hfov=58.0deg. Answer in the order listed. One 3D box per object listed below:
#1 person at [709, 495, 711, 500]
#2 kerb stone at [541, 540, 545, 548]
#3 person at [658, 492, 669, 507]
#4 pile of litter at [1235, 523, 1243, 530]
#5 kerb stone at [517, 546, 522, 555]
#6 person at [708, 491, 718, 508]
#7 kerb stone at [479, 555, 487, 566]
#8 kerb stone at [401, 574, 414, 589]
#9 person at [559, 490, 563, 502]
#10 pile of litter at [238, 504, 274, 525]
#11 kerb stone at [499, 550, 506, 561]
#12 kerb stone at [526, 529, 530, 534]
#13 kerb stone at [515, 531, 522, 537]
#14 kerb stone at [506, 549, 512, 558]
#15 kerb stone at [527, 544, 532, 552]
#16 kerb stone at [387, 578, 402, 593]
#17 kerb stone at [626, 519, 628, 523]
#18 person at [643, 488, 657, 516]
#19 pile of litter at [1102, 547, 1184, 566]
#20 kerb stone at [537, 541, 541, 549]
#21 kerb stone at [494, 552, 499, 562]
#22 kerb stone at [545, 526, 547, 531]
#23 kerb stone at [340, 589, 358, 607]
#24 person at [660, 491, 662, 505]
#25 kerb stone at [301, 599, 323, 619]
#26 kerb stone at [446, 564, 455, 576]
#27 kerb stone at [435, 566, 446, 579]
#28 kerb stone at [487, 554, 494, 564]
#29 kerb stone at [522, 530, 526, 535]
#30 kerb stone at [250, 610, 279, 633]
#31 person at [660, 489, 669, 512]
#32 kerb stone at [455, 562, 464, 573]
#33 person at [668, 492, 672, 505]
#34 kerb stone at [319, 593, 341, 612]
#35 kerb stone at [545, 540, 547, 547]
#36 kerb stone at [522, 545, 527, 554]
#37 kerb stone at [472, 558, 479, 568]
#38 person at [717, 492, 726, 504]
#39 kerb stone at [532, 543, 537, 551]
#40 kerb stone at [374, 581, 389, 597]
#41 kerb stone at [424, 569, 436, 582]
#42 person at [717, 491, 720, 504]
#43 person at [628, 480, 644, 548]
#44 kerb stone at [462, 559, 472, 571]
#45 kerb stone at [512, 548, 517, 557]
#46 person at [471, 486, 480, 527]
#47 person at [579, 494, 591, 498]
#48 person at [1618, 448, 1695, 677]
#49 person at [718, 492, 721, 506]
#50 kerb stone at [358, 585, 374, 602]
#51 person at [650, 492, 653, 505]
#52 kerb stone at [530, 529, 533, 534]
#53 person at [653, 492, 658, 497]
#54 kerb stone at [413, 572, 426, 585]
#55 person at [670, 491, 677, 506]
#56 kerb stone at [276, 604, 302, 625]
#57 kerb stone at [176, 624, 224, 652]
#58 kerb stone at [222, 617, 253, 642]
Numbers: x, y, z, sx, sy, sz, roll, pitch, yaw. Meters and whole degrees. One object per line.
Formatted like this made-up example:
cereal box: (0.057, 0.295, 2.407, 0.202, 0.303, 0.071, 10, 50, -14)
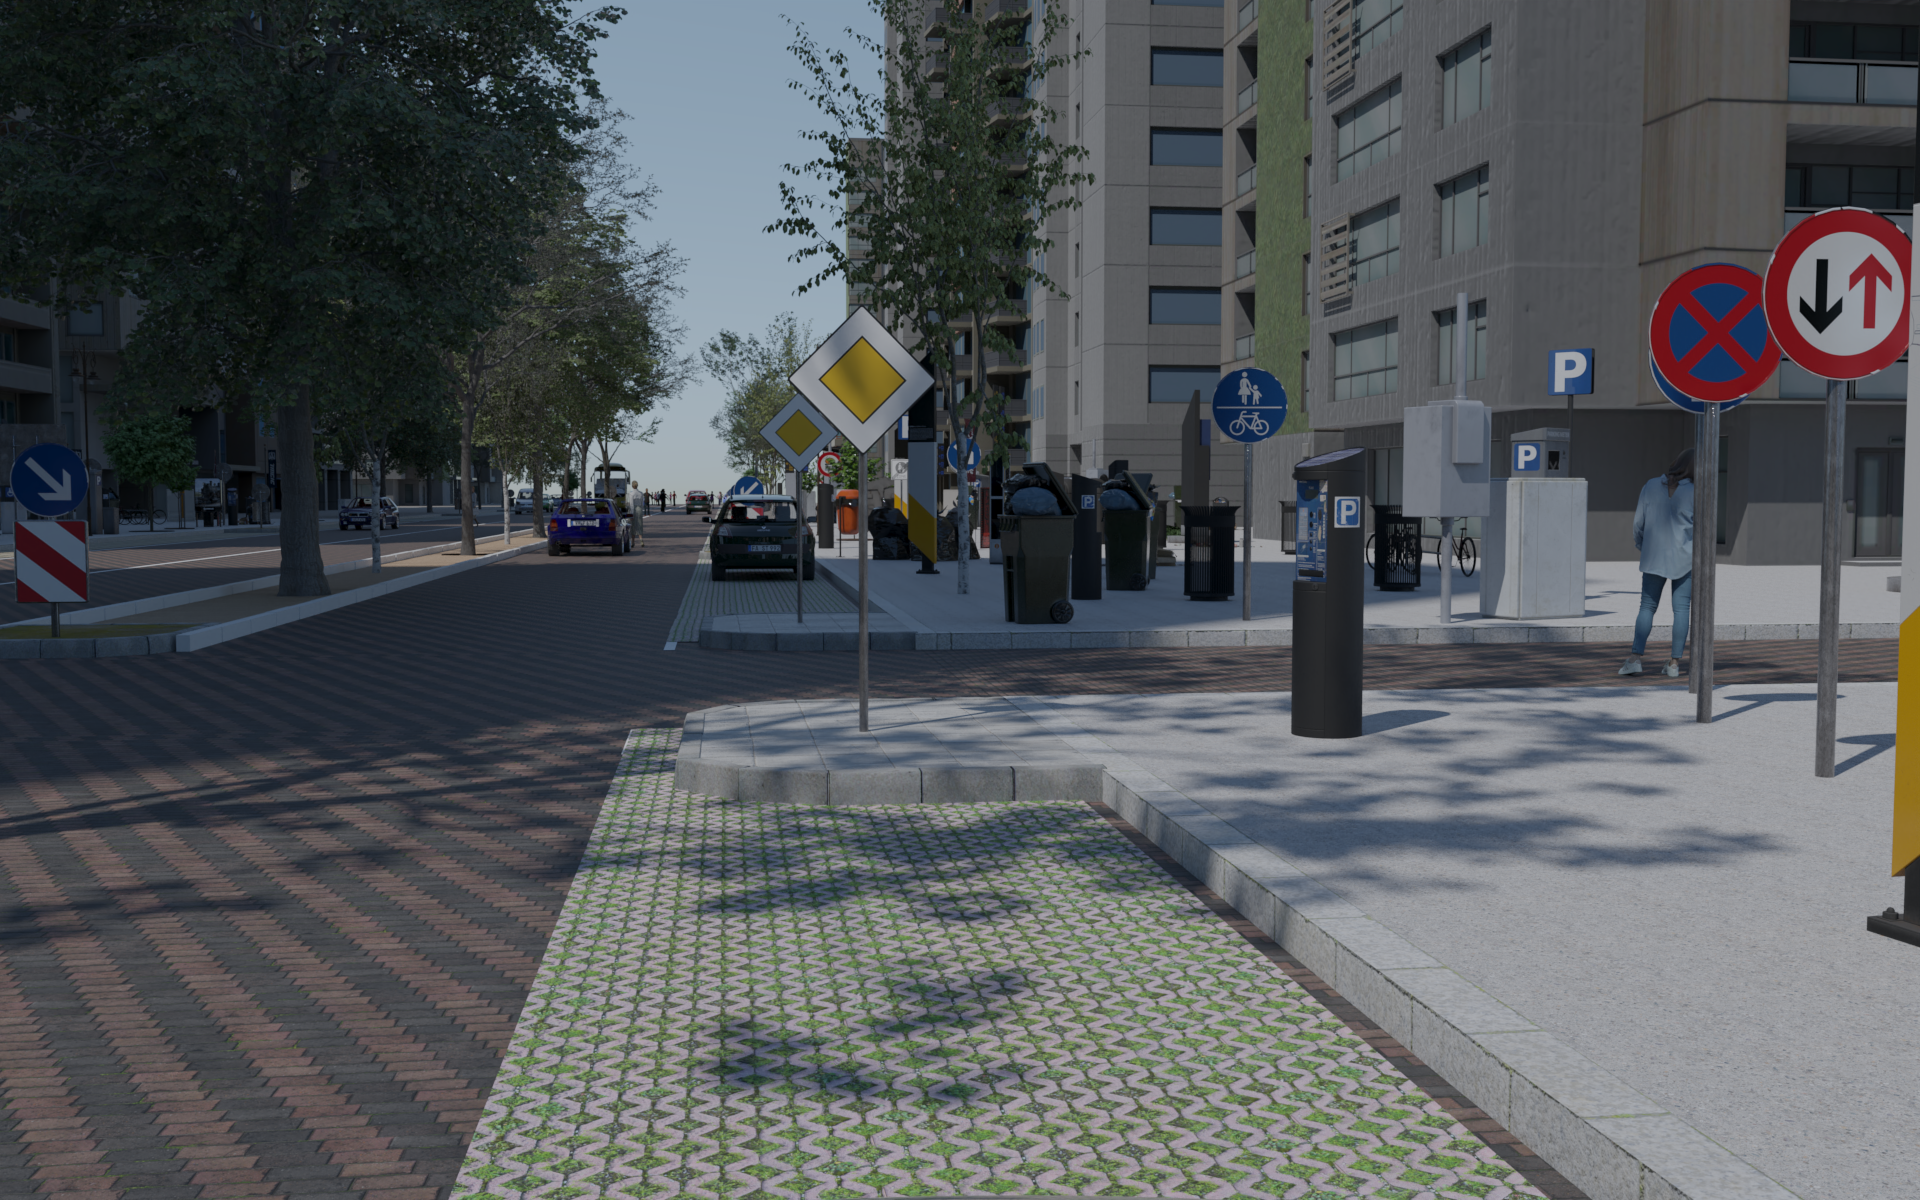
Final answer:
person: (-26.801, -10.655, 185.940, 0.599, 1.433, 0.991, 2, 4, 29)
kerb stone: (-11.132, -1.436, 45.705, 0.120, 0.150, 1.000, 0, 4, -8)
person: (-31.637, -10.809, 185.172, 1.348, 1.831, 0.705, 1, 4, 21)
pile of litter: (9.391, -2.927, 61.824, 1.719, 0.858, 1.176, 1, 4, 16)
kerb stone: (-10.447, -1.120, 40.622, 0.120, 0.150, 1.000, 0, 4, -8)
person: (-24.578, -9.969, 172.171, 1.217, 1.739, 0.721, 2, 4, 25)
kerb stone: (-9.609, -0.754, 34.531, 0.120, 0.150, 1.000, 0, 4, -8)
kerb stone: (-8.507, -0.257, 26.400, 0.120, 0.150, 1.000, 0, 4, -8)
person: (-35.293, -8.888, 153.783, 0.705, 1.831, 1.348, 0, 4, 6)
pile of litter: (-29.803, -3.601, 72.834, 1.719, 0.858, 1.176, -1, 4, -13)
kerb stone: (-10.022, -0.941, 37.574, 0.120, 0.150, 1.000, 0, 4, -8)
kerb stone: (-15.279, -2.352, 60.651, 0.120, 0.150, 1.000, 0, 4, -8)
kerb stone: (-15.014, -2.228, 58.620, 0.120, 0.150, 1.000, 0, 4, -8)
kerb stone: (-10.163, -1.003, 38.591, 0.120, 0.150, 1.000, 0, 4, -8)
kerb stone: (-10.721, -1.252, 42.659, 0.120, 0.150, 1.000, 0, 4, -8)
kerb stone: (-8.366, -0.195, 25.387, 0.120, 0.150, 1.000, 0, 4, -8)
kerb stone: (-17.066, -4.109, 89.376, 0.120, 0.150, 1.000, 0, 4, -8)
person: (-20.387, -6.381, 112.845, 1.348, 1.821, 0.705, -2, 4, -32)
pile of litter: (3.367, -1.037, 30.918, 1.719, 0.858, 1.176, 0, 4, 2)
kerb stone: (-11.000, -1.374, 44.692, 0.120, 0.150, 1.000, 0, 4, -8)
kerb stone: (-9.903, -0.879, 36.559, 0.120, 0.150, 1.000, 0, 4, -8)
kerb stone: (-16.529, -2.904, 69.793, 0.120, 0.150, 1.000, 0, 4, -8)
kerb stone: (-7.960, -0.008, 22.333, 0.120, 0.150, 1.000, 0, 4, -8)
person: (-24.532, -8.180, 142.924, 0.721, 1.739, 1.217, 0, 4, 2)
kerb stone: (-7.677, 0.120, 20.300, 0.120, 0.150, 1.000, 0, 4, -8)
kerb stone: (-9.065, -0.506, 30.474, 0.120, 0.150, 1.000, 0, 4, -8)
kerb stone: (-8.924, -0.444, 29.456, 0.120, 0.150, 1.000, 0, 4, -8)
kerb stone: (-9.753, -0.811, 35.544, 0.120, 0.150, 1.000, 0, 4, -8)
kerb stone: (-15.144, -2.285, 59.638, 0.120, 0.150, 1.000, 0, 4, -8)
kerb stone: (-7.406, 0.243, 18.274, 0.120, 0.150, 1.000, 0, 4, -8)
person: (-23.278, -7.821, 135.997, 0.705, 1.869, 1.348, -3, 5, -40)
kerb stone: (-9.203, -0.562, 31.492, 0.120, 0.150, 1.000, 0, 4, -8)
person: (-39.089, -13.729, 233.648, 1.217, 1.739, 0.721, 2, 4, 32)
kerb stone: (-7.819, 0.055, 21.320, 0.120, 0.150, 1.000, 0, 4, -8)
kerb stone: (-11.271, -1.500, 46.723, 0.120, 0.150, 1.000, 0, 4, -8)
kerb stone: (-10.579, -1.189, 41.639, 0.120, 0.150, 1.000, 0, 4, -8)
kerb stone: (-9.482, -0.692, 33.517, 0.120, 0.150, 1.000, 0, 4, -8)
person: (-30.082, -12.765, 217.925, 1.217, 1.735, 0.721, 0, 4, -6)
kerb stone: (-10.859, -1.314, 43.672, 0.120, 0.150, 1.000, 0, 4, -8)
kerb stone: (-8.233, -0.128, 24.374, 0.120, 0.150, 1.000, 0, 4, -8)
kerb stone: (-8.788, -0.382, 28.440, 0.120, 0.150, 1.000, 0, 4, -8)
person: (-32.925, -14.010, 237.707, 1.348, 1.807, 0.705, 3, 5, 45)
person: (-8.621, -2.294, 46.241, 0.478, 1.798, 0.641, -2, 4, -31)
kerb stone: (-9.344, -0.631, 32.504, 0.120, 0.150, 1.000, 0, 4, -8)
kerb stone: (-10.310, -1.065, 39.602, 0.120, 0.150, 1.000, 0, 4, -8)
person: (-21.134, -4.064, 75.299, 0.624, 1.780, 0.694, -2, 4, -35)
person: (-32.041, -8.482, 148.009, 1.217, 1.723, 0.721, -1, 4, -22)
person: (5.555, -0.297, 13.623, 0.793, 1.790, 0.793, 0, 4, -4)
person: (-29.595, -12.477, 213.430, 0.436, 1.711, 0.756, -1, 4, -16)
kerb stone: (-8.096, -0.071, 23.361, 0.120, 0.150, 1.000, 0, 4, -8)
person: (-40.605, -13.382, 228.005, 0.721, 1.735, 1.217, -1, 4, -20)
kerb stone: (-15.422, -2.414, 61.662, 0.120, 0.150, 1.000, 0, 4, -8)
person: (-41.177, -13.839, 235.499, 1.217, 1.736, 0.721, -2, 4, -25)
kerb stone: (-8.649, -0.319, 27.421, 0.120, 0.150, 1.000, 0, 4, -8)
person: (-33.546, -11.906, 203.104, 0.705, 1.831, 1.348, 2, 4, 24)
kerb stone: (-7.545, 0.178, 19.286, 0.120, 0.150, 1.000, 0, 4, -8)
kerb stone: (-7.132, 0.364, 16.244, 0.120, 0.150, 1.000, 0, 4, -8)
kerb stone: (-7.267, 0.304, 17.257, 0.120, 0.150, 1.000, 0, 4, -8)
